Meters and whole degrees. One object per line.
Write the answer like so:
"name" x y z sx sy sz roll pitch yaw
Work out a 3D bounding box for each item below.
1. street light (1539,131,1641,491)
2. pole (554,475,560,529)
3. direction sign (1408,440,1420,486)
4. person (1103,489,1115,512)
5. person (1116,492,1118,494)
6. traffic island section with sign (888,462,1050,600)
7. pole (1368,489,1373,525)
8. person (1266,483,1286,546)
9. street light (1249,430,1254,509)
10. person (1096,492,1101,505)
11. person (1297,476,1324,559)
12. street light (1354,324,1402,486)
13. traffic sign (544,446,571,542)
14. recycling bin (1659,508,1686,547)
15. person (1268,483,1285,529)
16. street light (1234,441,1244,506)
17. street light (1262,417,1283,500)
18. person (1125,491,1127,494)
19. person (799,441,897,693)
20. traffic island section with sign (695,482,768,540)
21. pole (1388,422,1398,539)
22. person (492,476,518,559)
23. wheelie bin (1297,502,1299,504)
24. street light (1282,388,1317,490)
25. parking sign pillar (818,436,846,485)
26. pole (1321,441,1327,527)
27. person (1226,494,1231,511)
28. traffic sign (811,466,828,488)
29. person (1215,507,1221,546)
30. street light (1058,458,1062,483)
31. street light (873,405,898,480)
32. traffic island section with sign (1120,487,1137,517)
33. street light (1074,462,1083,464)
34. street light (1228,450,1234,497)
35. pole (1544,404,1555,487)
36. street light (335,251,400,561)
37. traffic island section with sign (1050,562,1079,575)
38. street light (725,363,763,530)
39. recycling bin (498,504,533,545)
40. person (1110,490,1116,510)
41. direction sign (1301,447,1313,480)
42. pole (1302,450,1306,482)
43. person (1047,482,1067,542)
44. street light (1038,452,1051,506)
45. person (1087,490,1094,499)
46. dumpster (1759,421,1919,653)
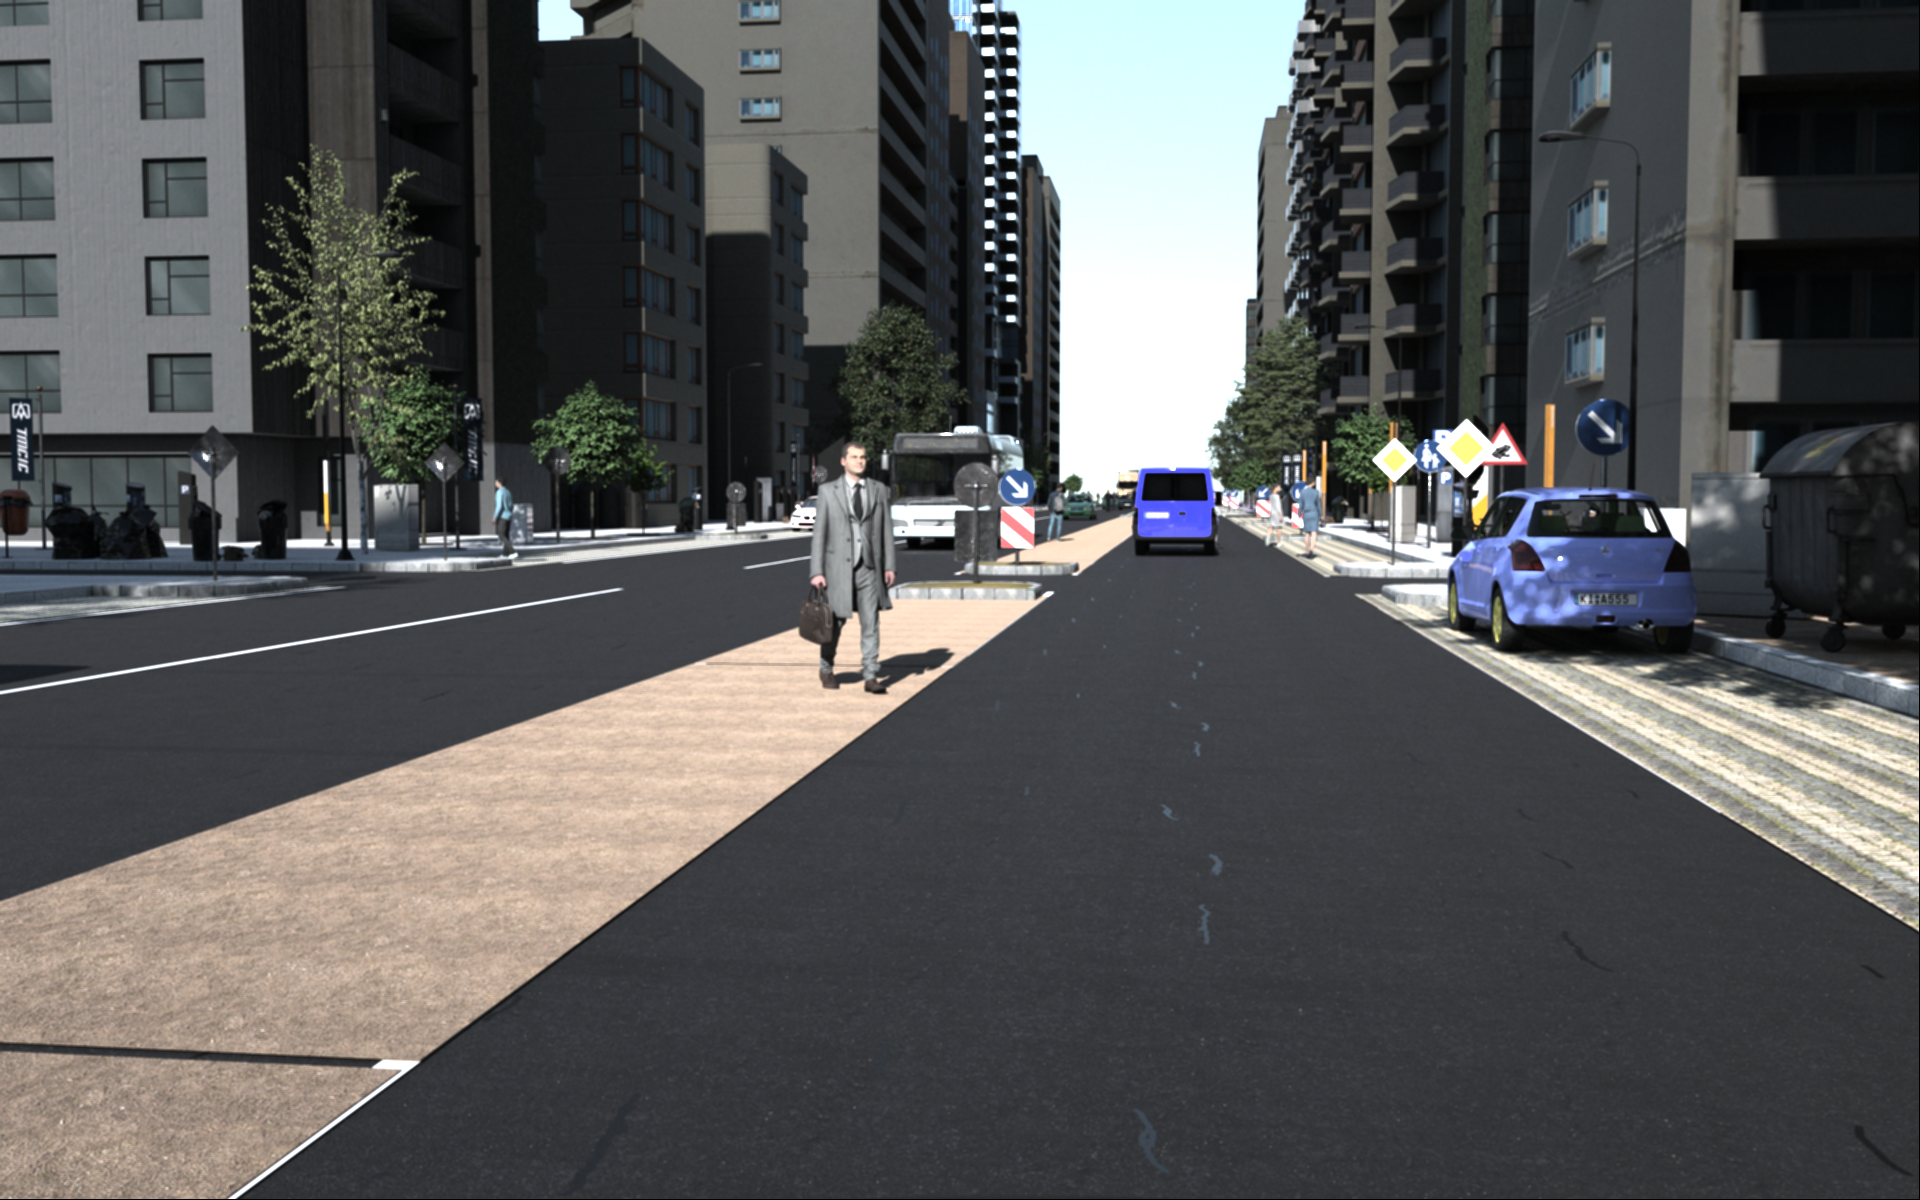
"street light" 8.112 -3.043 22.287 1.470 5.913 1.316 0 4 7
"pole" -14.777 -4.259 63.480 0.158 3.312 0.155 0 3 0
"direction sign" 19.075 -4.945 72.850 0.876 3.537 0.379 -3 5 -44
"person" 12.144 -8.148 141.735 1.348 1.821 0.705 -3 4 -36
"person" 20.971 -13.519 230.050 0.721 1.766 1.217 0 4 0
"traffic island section with sign" 0.144 -0.987 24.279 2.006 1.907 1.989 0 4 7
"pole" 17.288 -4.831 72.836 0.158 3.312 0.155 0 3 0
"person" 8.563 -2.310 47.022 0.466 1.731 0.760 2 4 33
"street light" 21.483 -9.261 123.961 1.470 5.913 1.316 0 4 7
"person" 18.235 -13.375 227.703 0.721 1.766 1.217 2 4 33
"person" 7.662 -1.801 37.972 0.581 1.822 0.654 2 4 25
"street light" 11.459 -4.577 47.382 1.470 5.913 1.316 0 4 7
"traffic sign" -10.673 -2.802 45.926 0.768 2.556 0.104 1 4 13
"recycling bin" 12.280 -1.094 30.448 0.722 1.027 0.722 0 4 4
"person" 13.048 -3.877 71.244 0.474 1.900 0.648 -3 5 -42
"street light" 25.200 -11.024 152.788 1.470 5.913 1.316 0 4 7
"street light" 18.971 -8.094 104.885 1.470 5.913 1.316 0 4 7
"person" 17.526 -10.591 182.215 0.434 1.755 0.990 -1 4 -10
"person" -0.784 -0.239 12.510 0.694 1.812 0.767 -1 4 -21
"traffic island section with sign" -7.165 -2.820 54.734 1.989 1.847 2.006 0 4 7
"pole" 12.300 -3.387 49.215 0.158 3.312 0.155 0 3 0
"person" -9.916 -1.792 37.816 0.620 1.820 0.660 0 4 8
"wheelie bin" 17.438 -4.887 87.805 0.693 1.594 0.980 1 4 23
"street light" 15.066 -6.329 76.019 1.470 5.913 1.316 0 4 7
"parking sign pillar" -5.909 -5.611 80.218 1.447 3.967 1.447 1 4 13
"pole" 13.987 -4.450 66.600 0.158 3.312 0.155 0 3 0
"person" 21.761 -7.820 139.586 0.991 1.433 0.599 -3 5 -42
"traffic sign" -6.311 -4.737 77.563 0.768 2.556 0.104 1 4 9
"person" 6.951 -2.128 47.569 0.425 1.301 0.394 0 4 7
"street light" 13.033 -15.152 220.280 1.470 5.913 1.316 0 4 7
"street light" -3.932 -7.194 90.168 1.470 5.913 1.316 0 4 7
"traffic island section with sign" 10.857 -5.993 106.129 2.006 1.907 1.989 0 4 7
"street light" 16.987 -16.960 249.838 1.470 5.913 1.316 0 4 7
"street light" 28.869 -12.762 181.202 1.470 5.913 1.316 0 4 7
"pole" 13.409 -2.789 39.445 0.158 3.312 0.155 0 3 0
"street light" -11.400 -3.720 33.357 1.470 5.913 1.316 0 4 7
"traffic island section with sign" 1.115 -1.436 31.622 2.006 1.907 1.989 0 4 7
"street light" -7.686 -5.457 61.765 1.470 5.913 1.316 0 4 7
"recycling bin" -11.205 -1.904 43.679 0.722 1.027 0.722 0 4 0
"person" 13.533 -8.857 153.754 0.568 1.767 0.683 2 4 25
"direction sign" 16.682 -5.590 83.398 0.876 3.537 0.379 -3 5 -42
"pole" 15.999 -5.302 80.523 0.158 3.312 0.155 0 3 0
"person" 2.908 -2.634 51.912 0.623 1.781 0.721 1 4 14
"street light" 9.329 -13.405 191.712 1.470 5.913 1.316 0 4 7
"person" 12.358 -9.671 166.759 1.348 1.807 0.705 -1 4 -19
"dumpster" 7.662 -0.540 14.584 1.264 1.857 1.865 0 4 8
